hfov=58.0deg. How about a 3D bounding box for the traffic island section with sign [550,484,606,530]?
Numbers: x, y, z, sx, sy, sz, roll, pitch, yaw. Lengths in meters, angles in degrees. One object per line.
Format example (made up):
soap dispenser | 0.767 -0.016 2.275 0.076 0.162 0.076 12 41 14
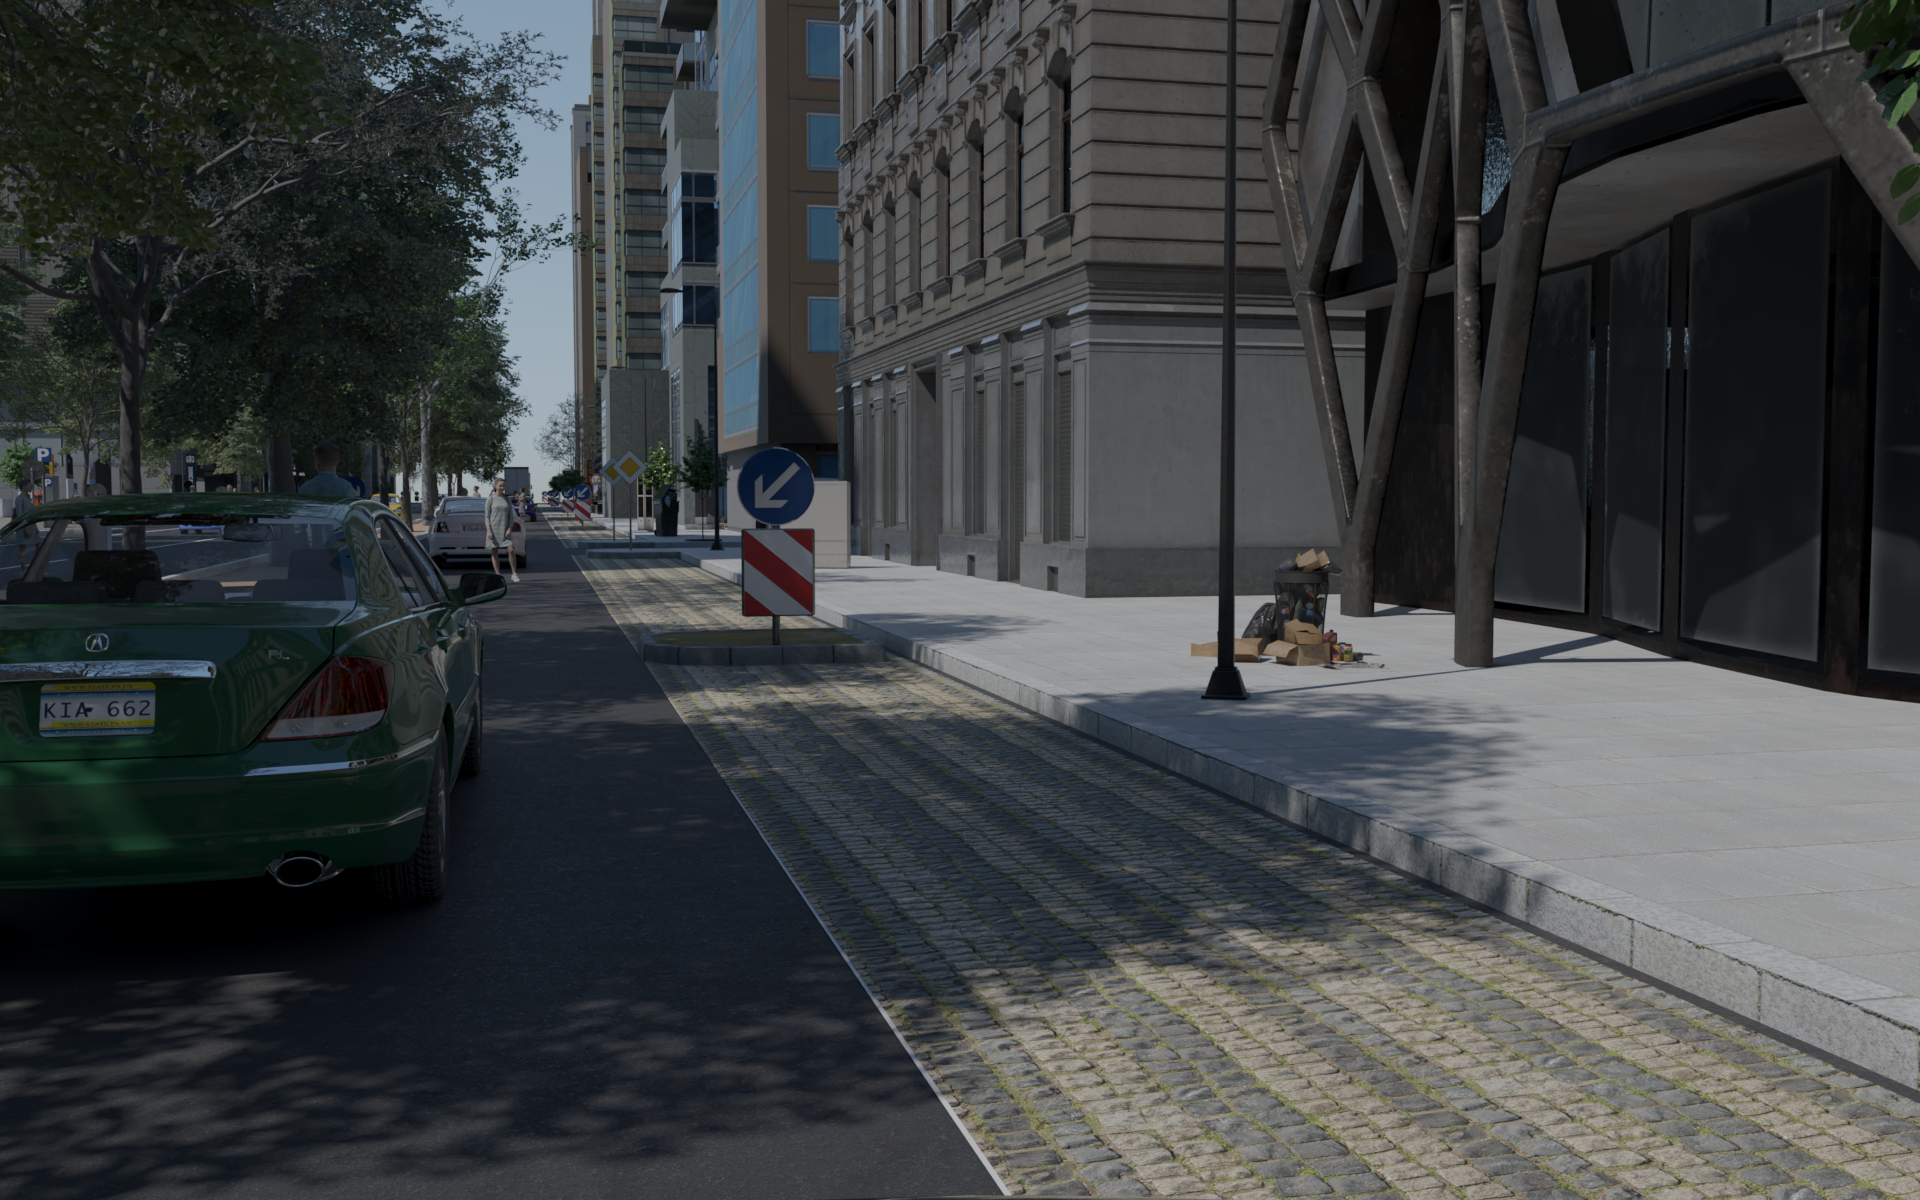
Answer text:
traffic island section with sign | -15.171 -3.693 69.011 1.989 1.847 2.006 -1 4 -14

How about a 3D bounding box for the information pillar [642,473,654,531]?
information pillar | -10.940 -3.451 60.922 0.304 2.012 0.304 -1 4 -10

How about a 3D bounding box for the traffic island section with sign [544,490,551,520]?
traffic island section with sign | -21.678 -5.293 95.172 1.989 1.847 2.006 -1 4 -14

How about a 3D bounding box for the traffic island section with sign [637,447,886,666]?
traffic island section with sign | -1.832 -0.410 15.337 1.989 1.847 2.006 -1 4 -14

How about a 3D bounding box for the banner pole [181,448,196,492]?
banner pole | -41.986 -6.370 94.169 0.863 3.779 0.401 -1 4 -14

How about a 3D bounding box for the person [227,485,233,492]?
person | -24.839 -3.016 58.490 0.598 1.740 0.731 2 4 24

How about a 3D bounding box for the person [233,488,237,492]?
person | -39.843 -5.272 95.243 0.519 1.759 0.362 -3 5 -40

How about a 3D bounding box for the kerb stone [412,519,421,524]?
kerb stone | -26.935 -3.887 85.833 0.120 0.150 1.000 -1 4 -14

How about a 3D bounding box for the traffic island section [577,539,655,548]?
traffic island section | -9.392 -1.521 47.145 2.009 0.180 2.903 -1 4 -14

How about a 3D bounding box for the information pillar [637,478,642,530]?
information pillar | -11.225 -3.479 61.367 0.304 2.012 0.304 2 4 25

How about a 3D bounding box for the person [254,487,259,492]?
person | -38.670 -5.288 95.202 0.529 1.795 0.600 -3 4 -38

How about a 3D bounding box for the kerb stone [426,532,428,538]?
kerb stone | -17.236 -2.037 55.498 0.120 0.150 1.000 -1 4 -14

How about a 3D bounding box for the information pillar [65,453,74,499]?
information pillar | -47.962 -6.236 93.310 0.183 3.616 0.504 1 4 10

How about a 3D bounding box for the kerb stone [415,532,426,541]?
kerb stone | -16.991 -1.976 54.506 0.120 0.150 1.000 -1 4 -14

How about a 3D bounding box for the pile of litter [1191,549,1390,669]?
pile of litter | 2.492 0.037 13.360 1.176 0.858 1.719 -1 4 -21

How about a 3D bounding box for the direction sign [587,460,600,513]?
direction sign | -24.299 -7.511 114.809 0.876 3.537 0.379 -2 4 -35

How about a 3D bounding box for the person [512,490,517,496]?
person | -34.119 -7.540 132.497 1.217 1.743 0.721 2 4 31

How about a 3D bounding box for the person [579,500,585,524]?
person | -18.207 -4.567 83.745 0.524 1.755 0.480 -2 4 -25

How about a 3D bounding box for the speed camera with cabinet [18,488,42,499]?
speed camera with cabinet | -59.844 -7.207 112.167 2.038 3.252 0.660 0 4 -4

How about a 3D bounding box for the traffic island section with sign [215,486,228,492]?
traffic island section with sign | -38.316 -4.970 89.888 1.989 1.847 2.006 -1 4 -14

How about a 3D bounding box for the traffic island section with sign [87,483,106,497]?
traffic island section with sign | -31.814 -3.370 63.726 1.989 1.847 2.006 -1 4 -14

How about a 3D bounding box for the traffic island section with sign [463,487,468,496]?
traffic island section with sign | -33.911 -6.728 118.142 2.006 1.907 1.989 -1 4 -14

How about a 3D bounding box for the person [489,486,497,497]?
person | -17.619 -3.485 66.074 0.643 1.750 0.593 3 4 36

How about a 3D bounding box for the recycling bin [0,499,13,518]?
recycling bin | -52.083 -4.994 94.213 0.722 1.027 0.722 1 4 15

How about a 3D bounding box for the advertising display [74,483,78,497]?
advertising display | -51.511 -5.836 100.634 0.123 1.923 0.974 0 4 -7

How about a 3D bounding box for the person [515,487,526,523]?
person | -21.684 -4.685 85.453 0.532 1.782 0.716 -1 4 -15

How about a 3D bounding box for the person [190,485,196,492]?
person | -32.827 -4.017 74.347 0.590 1.801 0.661 -2 4 -33

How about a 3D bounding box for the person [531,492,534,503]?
person | -66.715 -15.932 269.788 0.445 1.727 0.742 3 5 44

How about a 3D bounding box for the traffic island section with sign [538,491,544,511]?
traffic island section with sign | -33.673 -8.246 143.457 1.989 1.847 2.006 -1 4 -14

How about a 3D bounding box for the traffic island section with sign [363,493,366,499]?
traffic island section with sign | -57.232 -9.625 166.004 1.989 1.847 2.006 -1 4 -14

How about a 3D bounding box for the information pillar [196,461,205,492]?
information pillar | -50.133 -7.525 114.382 0.504 3.616 0.183 -2 4 -29

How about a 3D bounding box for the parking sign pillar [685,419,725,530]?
parking sign pillar | -9.248 -4.539 62.691 1.447 3.967 1.447 0 4 5

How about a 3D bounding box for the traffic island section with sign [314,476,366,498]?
traffic island section with sign | -15.776 -2.268 45.216 2.006 1.907 1.989 -1 4 -14

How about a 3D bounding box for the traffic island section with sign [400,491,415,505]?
traffic island section with sign | -70.536 -12.900 219.542 1.989 1.847 2.006 -1 4 -14

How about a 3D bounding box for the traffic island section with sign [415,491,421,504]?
traffic island section with sign | -77.165 -14.532 246.229 1.989 1.847 2.006 -1 4 -14

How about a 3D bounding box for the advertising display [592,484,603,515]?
advertising display | -22.462 -6.296 108.152 0.974 1.923 0.123 -2 4 -23

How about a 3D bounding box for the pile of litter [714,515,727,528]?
pile of litter | -8.788 -3.208 66.415 1.719 0.858 1.176 2 4 34

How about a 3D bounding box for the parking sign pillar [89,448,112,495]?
parking sign pillar | -49.559 -6.814 99.882 1.447 3.967 1.447 1 4 14

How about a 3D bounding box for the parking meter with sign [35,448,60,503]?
parking meter with sign | -34.519 -4.254 65.809 0.543 3.016 1.738 -1 4 -11

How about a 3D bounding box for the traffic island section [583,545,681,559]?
traffic island section | -7.466 -1.047 39.395 2.009 0.180 2.903 -1 4 -14
